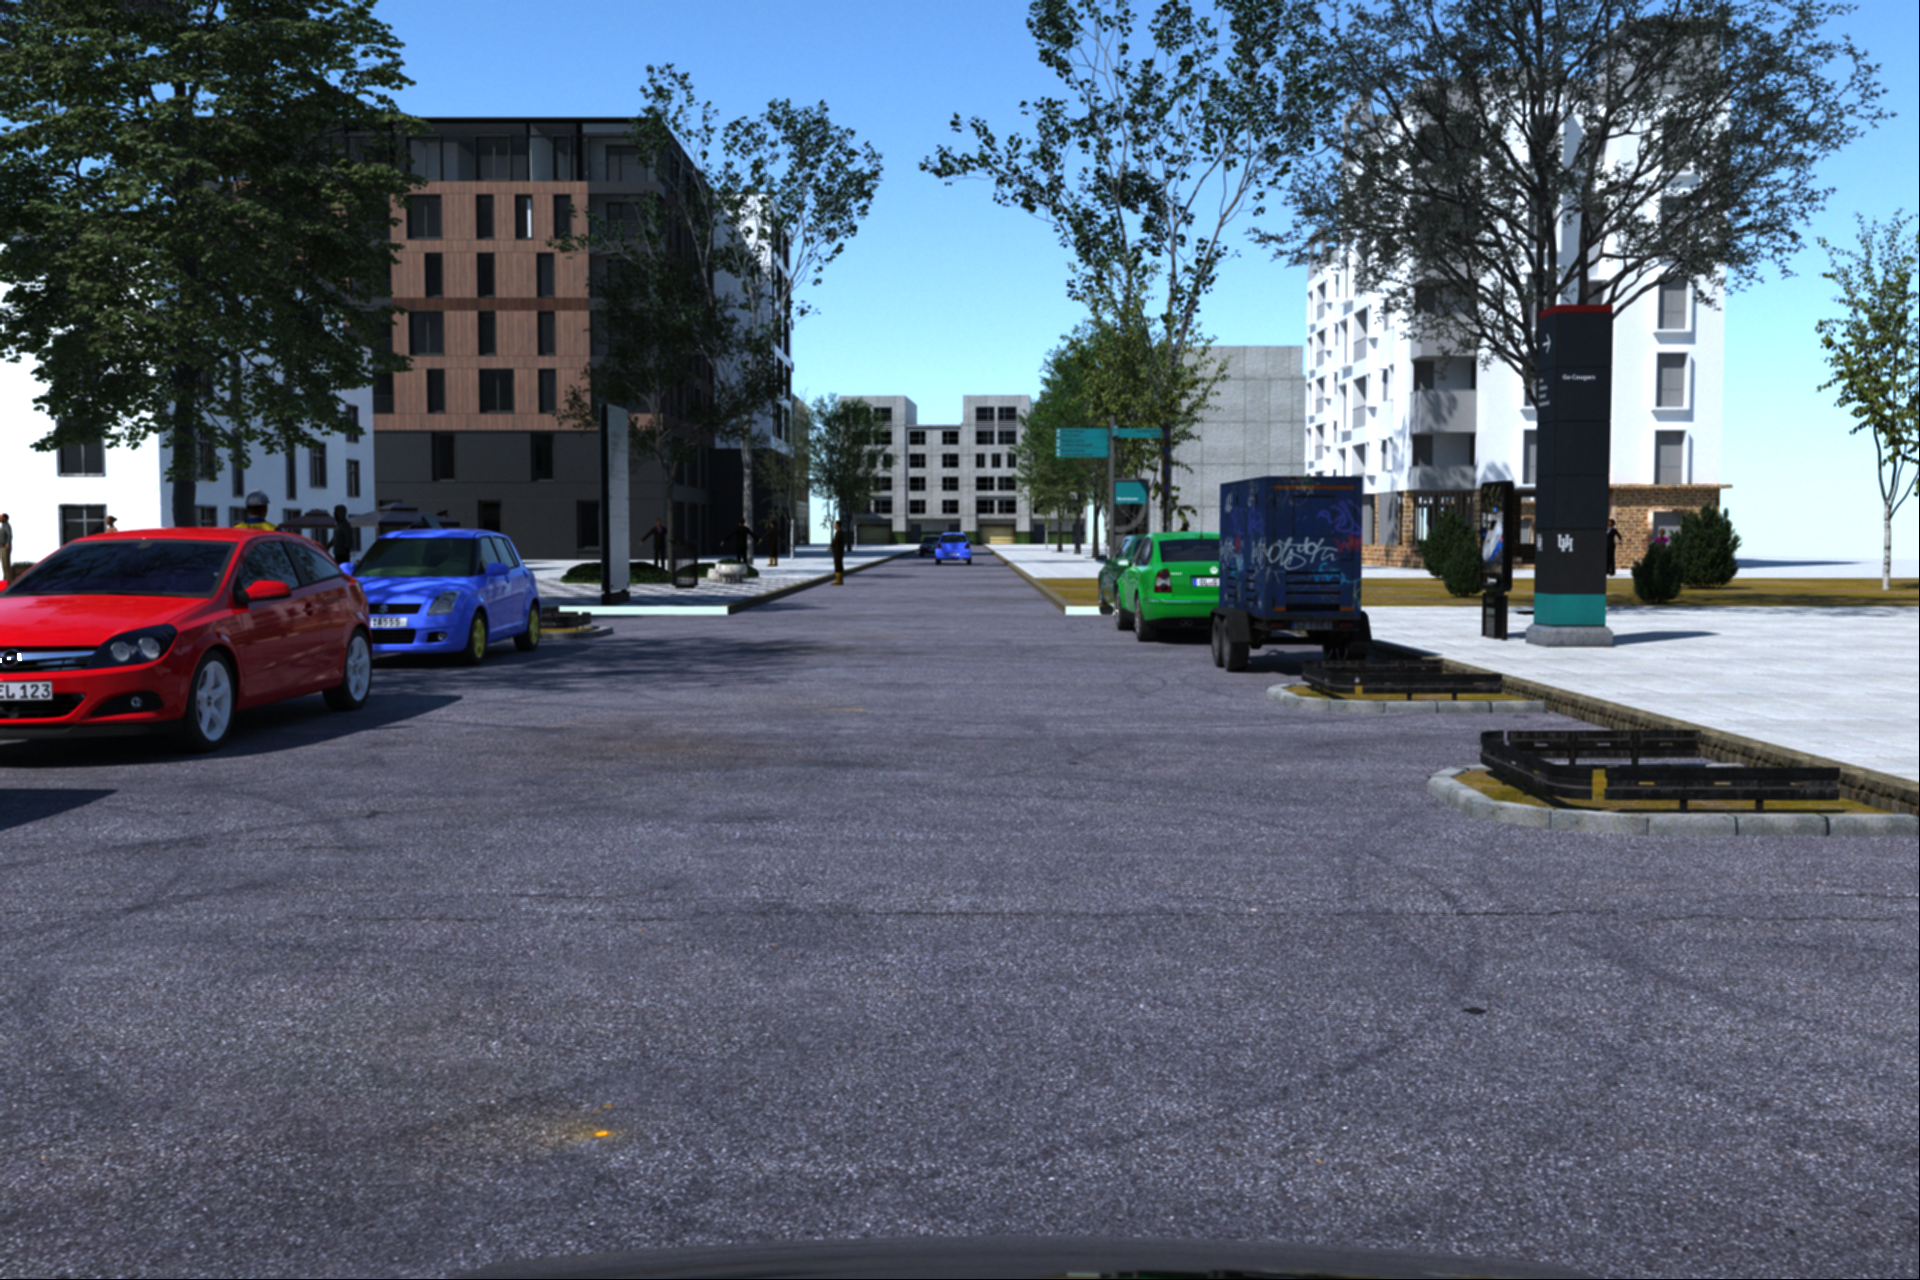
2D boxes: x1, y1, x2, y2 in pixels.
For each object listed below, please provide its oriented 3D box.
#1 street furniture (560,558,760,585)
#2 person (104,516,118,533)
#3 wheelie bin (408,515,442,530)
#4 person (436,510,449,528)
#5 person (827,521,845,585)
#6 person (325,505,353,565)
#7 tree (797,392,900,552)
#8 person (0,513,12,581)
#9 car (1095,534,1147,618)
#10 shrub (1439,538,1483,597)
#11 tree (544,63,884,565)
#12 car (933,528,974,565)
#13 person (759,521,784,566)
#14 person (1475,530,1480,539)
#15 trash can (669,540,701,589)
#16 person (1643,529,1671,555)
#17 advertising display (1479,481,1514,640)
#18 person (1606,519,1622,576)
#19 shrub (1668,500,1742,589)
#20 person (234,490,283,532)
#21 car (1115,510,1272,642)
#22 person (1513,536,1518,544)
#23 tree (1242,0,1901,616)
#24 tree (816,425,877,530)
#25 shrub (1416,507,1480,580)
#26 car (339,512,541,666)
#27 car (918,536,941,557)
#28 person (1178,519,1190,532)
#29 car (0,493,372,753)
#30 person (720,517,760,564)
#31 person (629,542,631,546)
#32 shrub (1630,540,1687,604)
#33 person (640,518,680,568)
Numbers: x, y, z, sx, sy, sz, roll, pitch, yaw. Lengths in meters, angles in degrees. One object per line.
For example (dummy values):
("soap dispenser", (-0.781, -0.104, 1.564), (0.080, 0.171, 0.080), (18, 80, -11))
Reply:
("street furniture", (-8.447, -2.003, 48.375), (5.734, 0.657, 10.072), (0, 4, -8))
("person", (-21.075, -2.204, 42.833), (1.217, 1.733, 0.721), (3, 4, 39))
("wheelie bin", (-9.071, -1.324, 29.558), (0.693, 1.594, 0.980), (0, 4, 0))
("person", (-11.843, -2.071, 39.791), (0.705, 1.837, 1.347), (0, 4, -7))
("person", (-3.449, -2.456, 48.755), (0.704, 1.812, 1.346), (1, 4, 13))
("person", (-11.217, -1.542, 31.348), (0.705, 1.813, 1.348), (-3, 4, -36))
("tree", (-8.114, -12.263, 126.251), (9.928, 11.665, 9.643), (0, 3, 0))
("person", (-23.858, -2.261, 43.237), (0.705, 1.796, 1.348), (-3, 5, -42))
("car", (3.442, -1.097, 29.739), (2.131, 1.459, 4.920), (0, 4, -1))
("shrub", (10.236, -1.470, 35.150), (1.383, 1.207, 1.383), (0, 3, 0))
("tree", (-9.992, -13.178, 71.348), (12.611, 20.169, 13.585), (0, 3, 0))
("car", (-0.294, -4.385, 81.289), (1.945, 1.707, 3.694), (0, 4, 0))
("person", (-7.470, -3.849, 69.061), (0.704, 1.812, 1.346), (3, 5, 42))
("person", (17.338, -3.104, 56.893), (1.345, 1.843, 0.704), (-1, 4, -18))
("trash can", (-6.505, -1.791, 40.937), (0.748, 1.137, 0.748), (0, 3, 0))
("person", (19.462, -2.370, 48.020), (0.991, 1.433, 0.599), (2, 4, 30))
("advertising display", (6.593, -0.985, 21.314), (0.123, 1.923, 0.974), (0, 4, 1))
("person", (19.801, -2.825, 52.916), (0.721, 1.740, 1.216), (-1, 4, -20))
("shrub", (17.383, -2.226, 40.434), (1.661, 2.075, 1.752), (0, 3, 0))
("person", (-6.373, -0.450, 15.786), (1.349, 1.833, 0.705), (0, 4, 0))
("car", (3.230, -0.956, 24.431), (1.959, 1.807, 4.718), (0, 4, -1))
("person", (18.319, -3.199, 58.770), (1.216, 1.772, 0.721), (0, 4, 6))
("tree", (9.392, -7.149, 27.263), (12.009, 13.543, 11.850), (0, 3, 0))
("tree", (-7.842, -10.278, 118.402), (4.737, 8.622, 4.395), (0, 3, 0))
("shrub", (13.714, -2.724, 48.584), (1.661, 2.075, 1.752), (0, 3, 0))
("car", (-6.065, -0.637, 20.001), (1.945, 1.707, 3.694), (0, 4, 0))
("car", (-1.713, -6.039, 111.320), (1.945, 1.354, 3.894), (0, 4, 0))
("person", (8.699, -3.725, 66.682), (0.705, 1.856, 1.354), (2, 4, 25))
("car", (-5.779, -0.222, 12.663), (2.155, 1.783, 4.494), (0, 3, 0))
("person", (-6.871, -2.950, 54.423), (1.347, 1.806, 0.705), (-2, 4, -32))
("person", (-11.549, -3.186, 58.274), (1.347, 1.806, 0.705), (3, 5, 44))
("shrub", (12.902, -1.277, 32.002), (1.383, 1.207, 1.383), (0, 3, 0))
("person", (-9.885, -3.106, 57.013), (1.346, 1.802, 0.704), (-1, 4, -19))
